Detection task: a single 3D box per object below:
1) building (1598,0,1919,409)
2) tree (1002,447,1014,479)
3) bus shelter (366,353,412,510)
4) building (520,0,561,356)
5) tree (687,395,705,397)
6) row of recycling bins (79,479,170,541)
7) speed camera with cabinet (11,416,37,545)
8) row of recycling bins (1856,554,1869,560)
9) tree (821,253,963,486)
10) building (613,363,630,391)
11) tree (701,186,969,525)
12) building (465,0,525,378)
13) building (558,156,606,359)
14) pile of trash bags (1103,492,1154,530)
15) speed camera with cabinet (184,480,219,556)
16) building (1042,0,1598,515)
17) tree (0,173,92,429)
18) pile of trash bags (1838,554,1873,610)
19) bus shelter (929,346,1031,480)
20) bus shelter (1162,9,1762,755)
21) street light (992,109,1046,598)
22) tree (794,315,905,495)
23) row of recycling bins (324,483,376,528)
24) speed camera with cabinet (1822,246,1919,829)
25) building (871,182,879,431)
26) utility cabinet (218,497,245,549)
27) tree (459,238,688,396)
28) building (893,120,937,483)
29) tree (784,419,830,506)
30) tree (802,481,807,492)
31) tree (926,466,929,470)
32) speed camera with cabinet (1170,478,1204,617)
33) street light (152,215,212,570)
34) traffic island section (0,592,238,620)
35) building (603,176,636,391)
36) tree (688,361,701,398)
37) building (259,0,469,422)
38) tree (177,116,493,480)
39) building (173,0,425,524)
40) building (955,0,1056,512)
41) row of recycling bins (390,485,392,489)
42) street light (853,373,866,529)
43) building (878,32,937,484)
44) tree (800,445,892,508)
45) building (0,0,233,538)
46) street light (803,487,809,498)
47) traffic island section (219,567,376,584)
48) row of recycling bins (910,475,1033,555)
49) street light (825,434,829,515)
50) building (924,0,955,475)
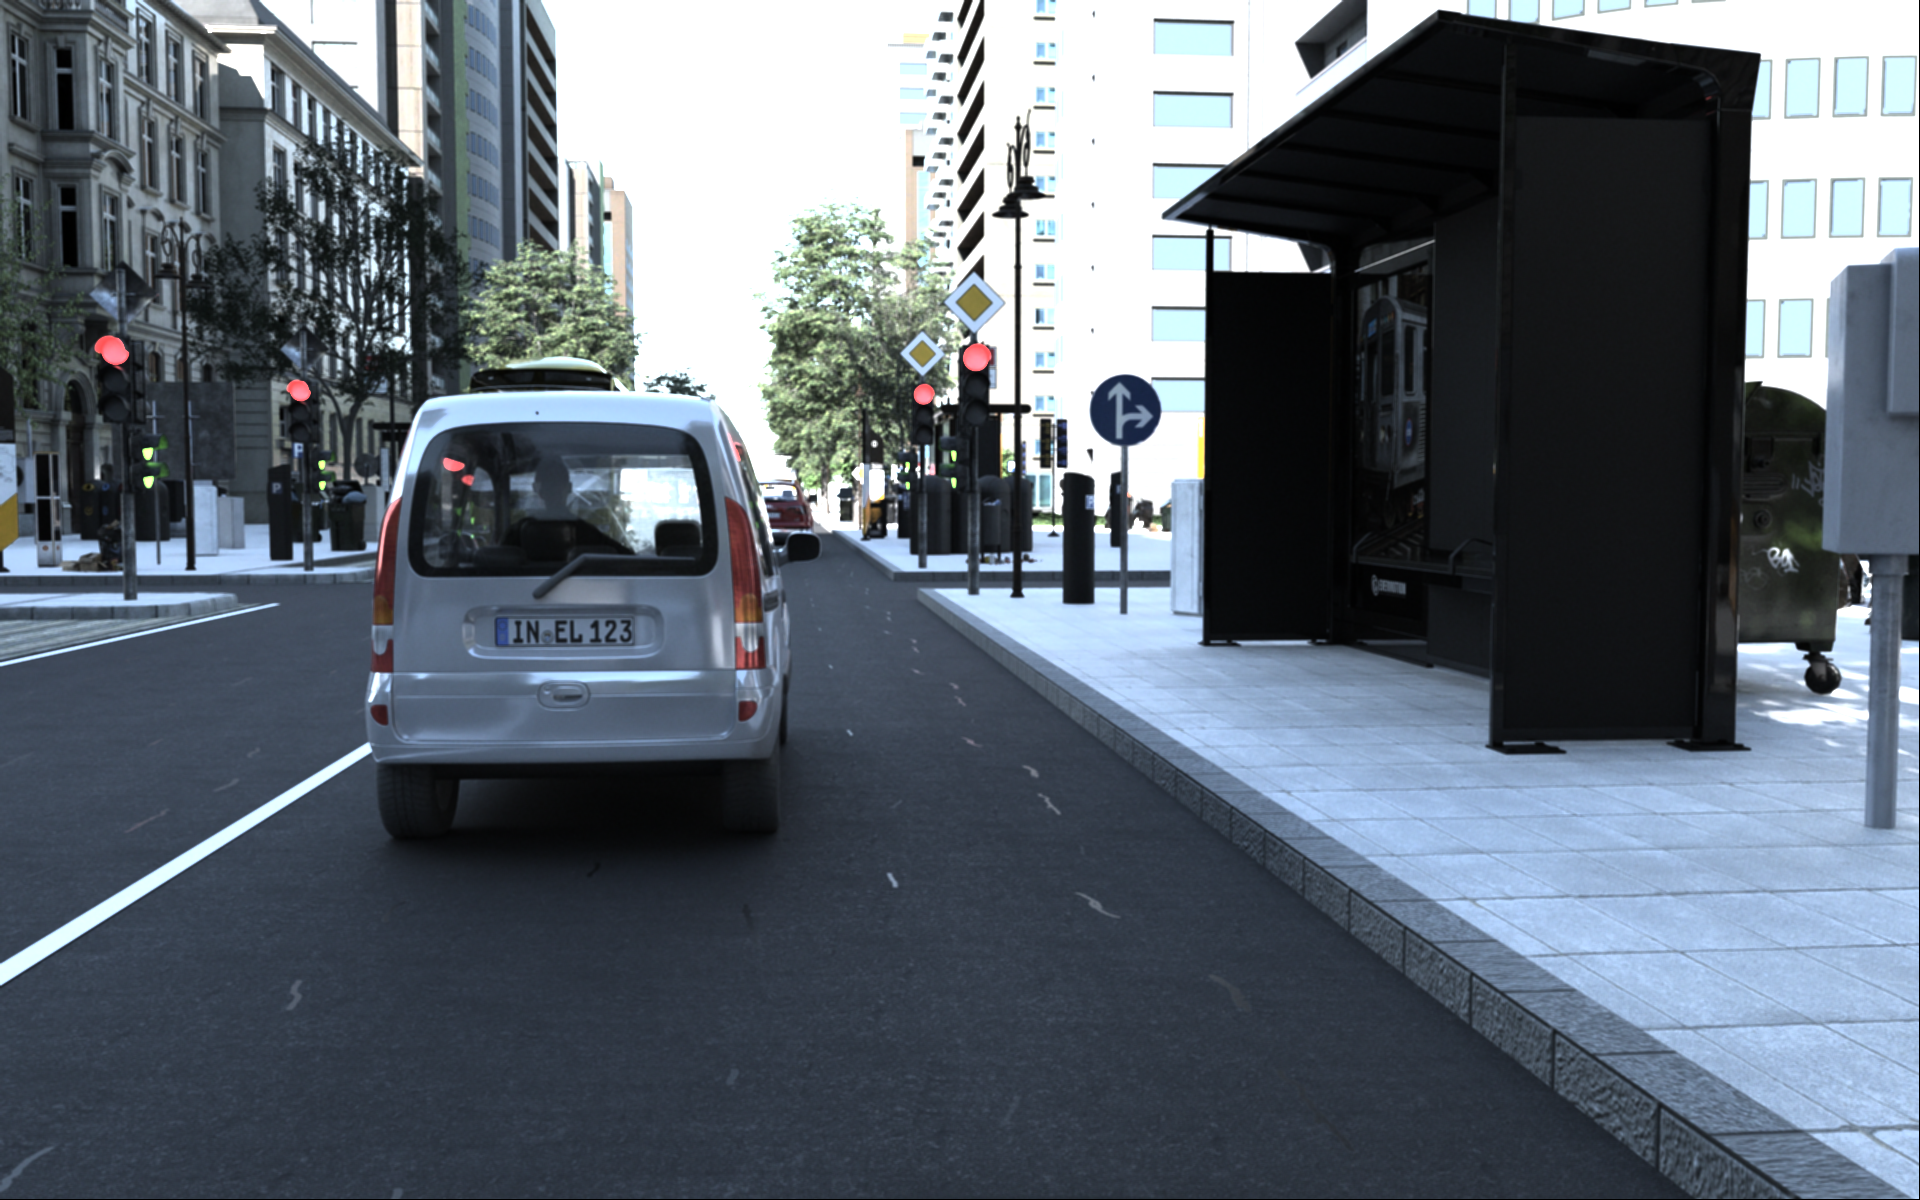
[{"bbox_3d":[25.022,-31.237,52.724,28.212,58.520,21.231,0,4,-6],"label":"building"},{"bbox_3d":[2.061,-7.381,104.387,4.285,4.588,4.351,0,3,0],"label":"tree"},{"bbox_3d":[-16.295,-4.562,52.226,2.179,5.291,8.768,0,4,-6],"label":"bus shelter"},{"bbox_3d":[-47.619,-32.394,153.343,21.300,48.544,21.600,0,4,-6],"label":"building"},{"bbox_3d":[-30.158,-17.026,195.380,9.611,12.733,9.660,0,3,0],"label":"tree"},{"bbox_3d":[-23.194,-2.507,48.109,3.534,1.692,1.069,2,4,33],"label":"row of recycling bins"},{"bbox_3d":[-24.302,-3.039,44.031,2.038,3.252,0.660,1,4,20],"label":"speed camera with cabinet"},{"bbox_3d":[18.799,-1.645,34.009,3.534,1.692,1.069,0,4,-8],"label":"row of recycling bins"},{"bbox_3d":[-1.916,-6.224,52.129,4.360,8.622,3.978,0,3,0],"label":"tree"},{"bbox_3d":[-57.982,-23.212,224.561,27.650,21.520,28.899,0,4,-6],"label":"building"},{"bbox_3d":[-4.173,-10.086,71.563,9.857,13.997,8.962,0,3,0],"label":"tree"},{"bbox_3d":[-45.213,-35.853,128.196,21.231,58.520,28.212,0,4,-6],"label":"building"},{"bbox_3d":[-49.352,-31.785,203.283,14.154,41.232,14.086,0,4,-6],"label":"building"},{"bbox_3d":[6.149,-3.293,63.592,1.912,1.369,3.447,0,4,8],"label":"pile of trash bags"},{"bbox_3d":[-16.027,-2.580,36.525,0.660,3.252,2.038,-2,4,-26],"label":"speed camera with cabinet"},{"bbox_3d":[15.389,-33.341,87.117,21.231,58.520,28.212,0,4,-6],"label":"building"},{"bbox_3d":[-22.629,-5.507,40.404,4.737,8.622,4.395,0,3,0],"label":"tree"},{"bbox_3d":[10.766,-0.643,20.260,1.912,1.369,3.447,3,5,42],"label":"pile of trash bags"},{"bbox_3d":[0.188,-4.092,44.540,2.179,5.291,8.768,0,4,-6],"label":"bus shelter"},{"bbox_3d":[2.859,-1.244,11.621,1.731,3.624,6.357,0,4,-6],"label":"bus shelter"},{"bbox_3d":[0.712,-2.970,21.348,0.468,5.910,1.993,0,4,-6],"label":"street light"},{"bbox_3d":[-5.920,-10.554,98.315,9.928,11.665,9.643,0,3,0],"label":"tree"},{"bbox_3d":[-23.923,-3.606,66.073,3.534,1.692,1.069,0,4,-7],"label":"row of recycling bins"},{"bbox_3d":[4.391,-0.741,6.457,2.038,3.252,0.660,1,4,20],"label":"speed camera with cabinet"},{"bbox_3d":[-1.765,-38.575,254.409,21.300,48.544,21.600,0,4,-6],"label":"building"},{"bbox_3d":[-17.201,-1.815,40.836,0.306,1.237,1.020,-3,5,-44],"label":"utility cabinet"},{"bbox_3d":[-19.794,-10.909,85.015,9.857,13.997,8.962,0,3,0],"label":"tree"},{"bbox_3d":[-0.223,-34.146,208.395,14.600,45.320,14.200,0,4,-6],"label":"building"},{"bbox_3d":[-16.504,-16.361,201.909,7.601,10.594,8.767,-1,4,-16],"label":"tree"},{"bbox_3d":[-20.820,-17.341,233.893,4.360,8.622,3.978,0,3,0],"label":"tree"},{"bbox_3d":[-0.191,-3.739,55.733,1.663,3.219,1.824,0,3,0],"label":"tree"},{"bbox_3d":[3.275,-1.487,18.655,2.038,3.252,0.660,-2,4,-27],"label":"speed camera with cabinet"},{"bbox_3d":[-12.973,-3.440,29.029,0.468,5.910,1.993,0,4,-6],"label":"street light"},{"bbox_3d":[-10.091,0.076,21.033,2.009,0.180,2.903,0,4,-6],"label":"traffic island section"},{"bbox_3d":[-53.900,-36.502,246.911,14.600,45.320,14.200,0,4,-6],"label":"building"},{"bbox_3d":[-27.211,-15.820,165.319,9.857,13.997,8.962,0,3,0],"label":"tree"},{"bbox_3d":[-38.971,-25.966,108.146,14.154,41.232,14.086,0,4,-6],"label":"building"},{"bbox_3d":[-15.746,-6.689,43.781,8.767,10.594,7.601,0,4,-2],"label":"tree"},{"bbox_3d":[-37.917,-15.492,86.577,16.112,22.955,30.059,0,4,-6],"label":"building"},{"bbox_3d":[11.292,-30.977,130.168,21.300,48.544,21.600,0,4,-6],"label":"building"},{"bbox_3d":[-24.989,-4.134,74.699,1.069,1.692,3.534,2,4,29],"label":"row of recycling bins"},{"bbox_3d":[-3.621,-5.496,62.645,0.468,5.910,1.993,0,4,-6],"label":"street light"},{"bbox_3d":[-0.214,-42.035,229.273,21.231,58.520,28.212,0,4,-6],"label":"building"},{"bbox_3d":[-4.944,-6.319,87.033,4.285,4.588,4.351,0,3,0],"label":"tree"},{"bbox_3d":[-33.736,-14.369,54.020,14.460,24.649,34.723,0,4,-6],"label":"building"},{"bbox_3d":[-15.795,-12.702,180.465,0.468,5.910,1.993,0,4,-6],"label":"street light"},{"bbox_3d":[-10.914,-0.409,28.976,2.009,0.180,2.903,0,4,-6],"label":"traffic island section"},{"bbox_3d":[0.328,-1.872,37.728,1.069,1.692,3.534,3,5,43],"label":"row of recycling bins"},{"bbox_3d":[-7.941,-8.036,104.174,0.468,5.910,1.993,0,4,-6],"label":"street light"},{"bbox_3d":[8.541,-32.806,155.987,23.786,49.044,30.456,0,4,-6],"label":"building"}]
